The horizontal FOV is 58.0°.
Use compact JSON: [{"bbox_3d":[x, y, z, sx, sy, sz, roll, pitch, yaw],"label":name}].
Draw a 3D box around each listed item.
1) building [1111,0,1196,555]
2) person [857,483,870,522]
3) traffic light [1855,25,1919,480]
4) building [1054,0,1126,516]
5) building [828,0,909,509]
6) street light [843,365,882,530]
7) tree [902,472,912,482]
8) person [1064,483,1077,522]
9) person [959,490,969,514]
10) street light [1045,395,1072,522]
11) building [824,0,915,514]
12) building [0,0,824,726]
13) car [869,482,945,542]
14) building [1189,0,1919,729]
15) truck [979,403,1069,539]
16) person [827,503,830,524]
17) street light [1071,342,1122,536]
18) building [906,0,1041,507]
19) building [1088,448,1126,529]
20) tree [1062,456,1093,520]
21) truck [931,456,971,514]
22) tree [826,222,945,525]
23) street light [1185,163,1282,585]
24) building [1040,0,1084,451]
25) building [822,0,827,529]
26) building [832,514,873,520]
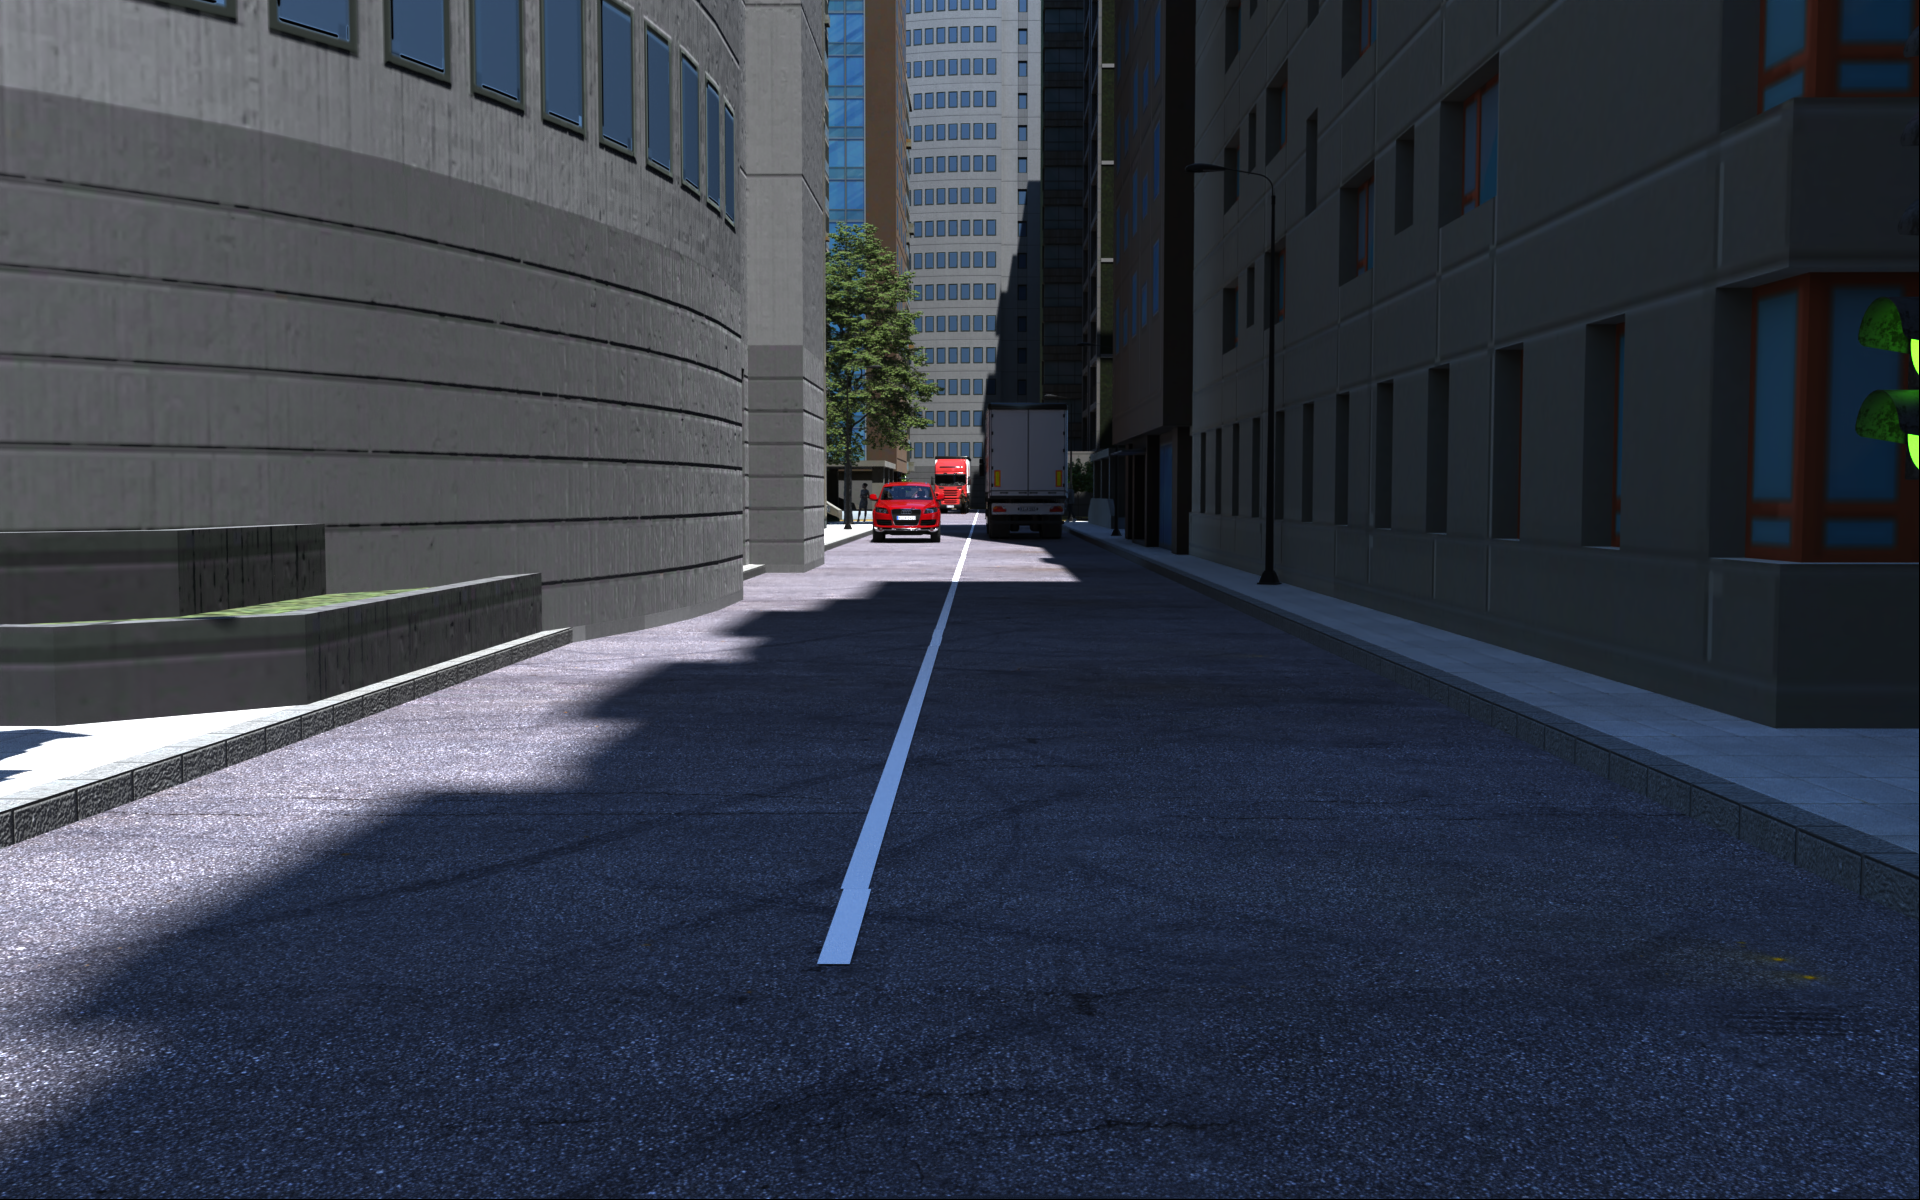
[{"bbox_3d":[11.221,-23.959,41.837,14.600,45.320,14.200,0,4,1],"label":"building"},{"bbox_3d":[-4.397,-4.409,78.469,0.599,1.781,0.374,2,4,25],"label":"person"},{"bbox_3d":[3.804,-1.067,6.367,0.839,4.253,0.868,0,4,1],"label":"traffic light"},{"bbox_3d":[15.840,-40.561,101.424,20.563,71.187,20.611,0,4,1],"label":"building"},{"bbox_3d":[-10.710,-28.301,112.830,14.600,45.320,14.200,0,4,1],"label":"building"},{"bbox_3d":[-3.517,-5.504,62.530,1.470,5.913,1.316,0,4,1],"label":"street light"},{"bbox_3d":[-4.310,-7.950,124.584,1.663,3.219,1.824,0,3,0],"label":"tree"},{"bbox_3d":[4.955,-4.406,78.268,0.728,1.800,0.709,2,4,35],"label":"person"},{"bbox_3d":[0.280,-7.000,123.659,0.721,1.735,1.217,2,4,34],"label":"person"},{"bbox_3d":[4.650,-6.631,80.955,1.470,5.913,1.316,0,4,1],"label":"street light"},{"bbox_3d":[-15.938,-27.518,141.794,23.993,40.220,32.217,0,4,1],"label":"building"},{"bbox_3d":[-13.459,-29.228,19.872,21.231,58.520,28.212,0,4,1],"label":"building"},{"bbox_3d":[-1.612,-2.708,52.946,2.281,1.827,5.304,0,4,-1],"label":"car"},{"bbox_3d":[19.101,-10.849,22.427,28.899,21.520,27.650,0,4,1],"label":"building"},{"bbox_3d":[2.106,-4.274,58.800,2.839,4.237,11.283,0,4,0],"label":"truck"},{"bbox_3d":[-5.876,-4.115,73.678,0.624,1.780,0.694,2,4,32],"label":"person"},{"bbox_3d":[4.275,-4.933,53.190,1.470,5.913,1.316,0,4,1],"label":"street light"},{"bbox_3d":[2.065,-38.675,174.339,28.212,58.520,21.231,0,4,1],"label":"building"},{"bbox_3d":[21.732,-23.059,68.898,32.217,40.220,23.993,0,4,1],"label":"building"},{"bbox_3d":[5.834,-5.929,91.535,1.663,3.219,1.824,0,3,0],"label":"tree"},{"bbox_3d":[-0.541,-8.639,130.162,2.839,4.237,11.283,0,4,2],"label":"truck"},{"bbox_3d":[-4.498,-9.426,72.235,7.486,12.596,7.792,0,3,0],"label":"tree"},{"bbox_3d":[3.859,-3.177,24.480,1.470,5.913,1.316,0,4,1],"label":"street light"},{"bbox_3d":[12.523,-26.673,119.701,14.154,41.232,14.086,0,4,1],"label":"building"},{"bbox_3d":[-15.781,-26.260,53.055,21.300,48.544,21.600,0,4,1],"label":"building"},{"bbox_3d":[-19.881,-24.559,93.415,32.217,40.220,23.993,0,4,1],"label":"building"}]
